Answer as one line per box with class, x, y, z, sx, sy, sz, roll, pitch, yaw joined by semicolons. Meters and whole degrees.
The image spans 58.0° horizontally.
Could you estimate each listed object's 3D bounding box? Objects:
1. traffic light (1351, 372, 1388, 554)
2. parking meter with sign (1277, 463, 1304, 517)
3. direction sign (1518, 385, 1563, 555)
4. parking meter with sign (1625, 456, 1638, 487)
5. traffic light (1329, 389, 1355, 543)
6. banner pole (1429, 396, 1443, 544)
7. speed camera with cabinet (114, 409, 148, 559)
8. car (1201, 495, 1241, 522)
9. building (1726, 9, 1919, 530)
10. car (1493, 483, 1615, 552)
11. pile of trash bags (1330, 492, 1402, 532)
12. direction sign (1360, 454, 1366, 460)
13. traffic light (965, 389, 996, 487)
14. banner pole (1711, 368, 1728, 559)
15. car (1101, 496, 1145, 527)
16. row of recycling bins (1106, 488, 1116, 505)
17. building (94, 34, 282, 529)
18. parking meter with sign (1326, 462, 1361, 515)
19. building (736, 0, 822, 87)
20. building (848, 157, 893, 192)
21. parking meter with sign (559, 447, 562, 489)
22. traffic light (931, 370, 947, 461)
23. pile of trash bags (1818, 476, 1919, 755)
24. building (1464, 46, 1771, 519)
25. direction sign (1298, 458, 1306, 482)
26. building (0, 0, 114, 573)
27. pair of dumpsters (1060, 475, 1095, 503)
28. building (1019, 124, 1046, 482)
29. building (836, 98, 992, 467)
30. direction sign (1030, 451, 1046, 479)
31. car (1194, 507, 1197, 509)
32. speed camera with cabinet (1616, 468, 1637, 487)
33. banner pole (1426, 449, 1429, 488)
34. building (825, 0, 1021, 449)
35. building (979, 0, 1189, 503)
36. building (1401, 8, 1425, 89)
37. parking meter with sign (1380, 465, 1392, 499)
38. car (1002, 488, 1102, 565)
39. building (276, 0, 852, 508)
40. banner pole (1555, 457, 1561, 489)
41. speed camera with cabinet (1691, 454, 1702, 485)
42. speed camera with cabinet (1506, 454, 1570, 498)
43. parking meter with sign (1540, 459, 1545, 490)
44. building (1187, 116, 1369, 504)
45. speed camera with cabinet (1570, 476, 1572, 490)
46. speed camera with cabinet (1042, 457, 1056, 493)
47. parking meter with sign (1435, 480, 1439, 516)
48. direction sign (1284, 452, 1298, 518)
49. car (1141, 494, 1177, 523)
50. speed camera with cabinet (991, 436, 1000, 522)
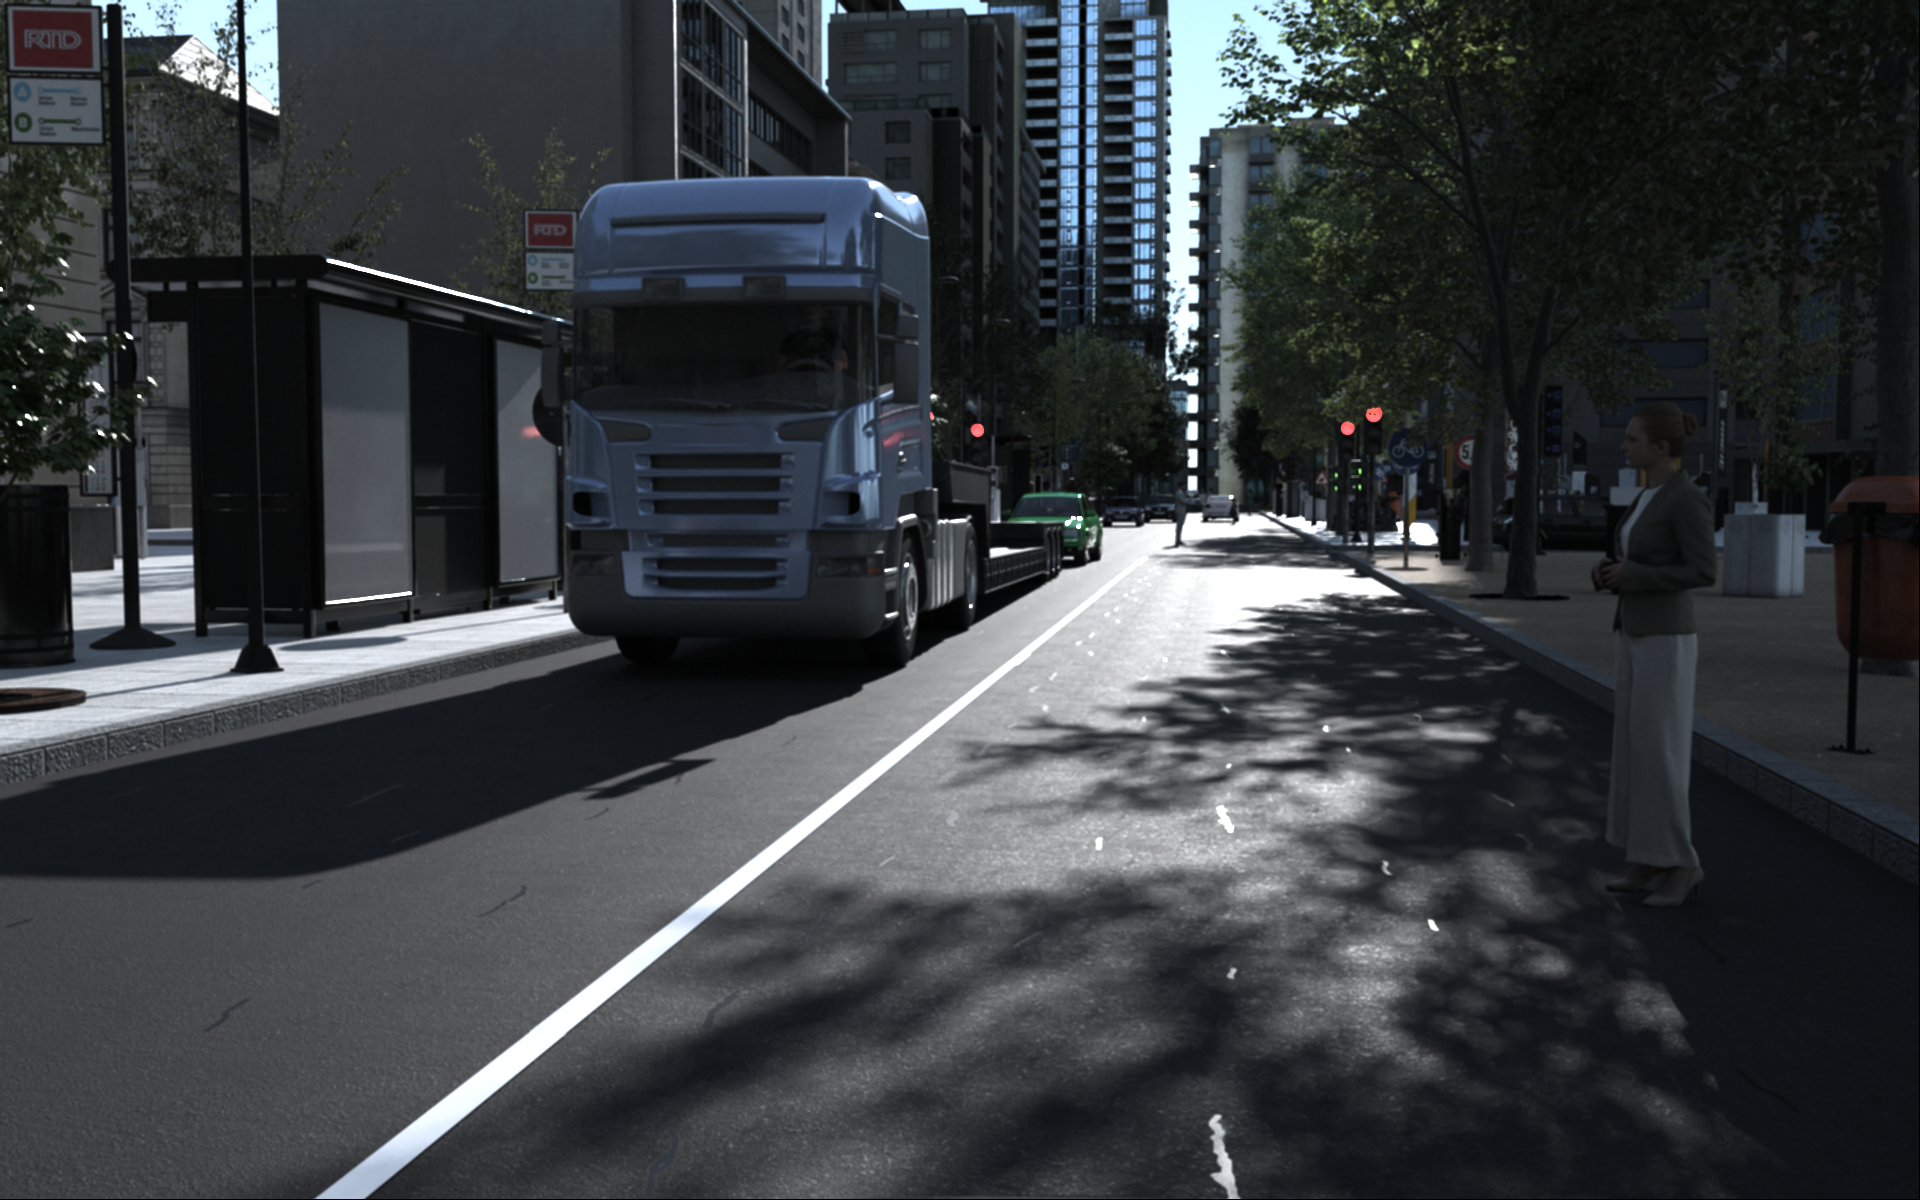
traffic light;8.825;-2.950;37.157;0.839;4.253;0.868;1;4;9
parking meter with sign;18.732;-6.176;97.232;1.738;3.016;0.543;2;4;27
direction sign;12.140;-2.711;36.329;0.876;3.537;0.379;1;4;19
parking meter with sign;26.982;-4.489;69.652;0.543;3.016;1.738;1;4;22
traffic light;10.032;-3.433;45.051;0.839;4.253;0.868;1;4;9
banner pole;12.346;-3.333;44.511;0.401;3.779;0.863;1;4;16
speed camera with cabinet;-16.635;-2.468;34.693;0.660;3.252;2.038;-2;4;-26
car;13.710;-4.810;91.005;2.083;1.381;4.827;1;4;8
building;43.929;-24.914;61.965;28.867;44.769;22.147;1;4;9
car;14.278;-1.823;39.593;4.222;1.686;2.009;1;4;9
pile of trash bags;14.341;-3.067;59.903;1.912;1.369;3.447;3;5;41
direction sign;22.753;-6.500;98.274;0.379;3.537;0.876;-1;4;-22
traffic light;0.529;-3.521;46.484;0.839;4.253;0.868;1;4;9
banner pole;15.136;-2.724;34.550;0.401;3.779;0.863;3;5;43
car;7.299;-3.952;77.191;1.945;1.354;3.894;1;4;8
row of recycling bins;9.467;-6.453;112.617;1.069;1.692;3.534;0;4;-5
building;-37.222;-12.498;68.973;19.286;19.102;10.561;1;4;9
parking meter with sign;20.368;-5.825;91.496;1.738;3.016;0.543;0;4;-6
building;-26.238;-45.433;181.076;20.611;71.187;20.563;1;4;9
building;-9.004;-16.168;100.504;11.583;22.565;21.152;1;4;9
parking meter with sign;-13.092;-3.519;53.796;0.543;3.016;1.738;3;5;40
traffic light;-0.679;-3.038;38.590;0.839;4.253;0.868;1;4;9
pile of trash bags;5.302;0.141;7.454;1.912;1.369;3.447;-2;4;-28
building;38.347;-34.224;101.556;21.231;58.520;28.212;1;4;9
direction sign;21.249;-7.132;108.606;0.876;3.537;0.379;2;4;27
building;-27.141;-13.913;24.736;25.104;27.353;12.463;1;4;9
pair of dumpsters;5.833;-5.129;86.345;1.574;2.255;4.437;1;4;9
building;-4.203;-29.446;173.327;23.993;40.220;32.217;1;4;9
building;-5.508;-21.943;130.463;14.160;30.474;14.107;1;4;9
direction sign;4.028;-6.008;90.225;0.876;3.537;0.379;-1;4;-10
car;22.726;-9.818;172.884;2.083;1.381;4.827;0;4;7
speed camera with cabinet;23.770;-4.128;61.826;0.660;3.252;2.038;1;4;20
banner pole;23.189;-5.782;84.551;0.863;3.779;0.401;1;4;13
building;-2.714;-28.156;143.942;14.154;41.232;14.086;1;4;9
building;14.360;-55.851;225.827;31.000;86.520;22.319;1;4;9
building;52.450;-33.327;164.496;23.786;49.044;30.456;1;4;9
parking meter with sign;25.727;-6.642;104.854;0.543;3.016;1.738;0;4;6
car;1.940;-1.681;36.276;1.959;1.807;4.718;1;4;10
building;-14.667;-15.622;74.482;14.314;24.678;30.058;1;4;9
banner pole;26.457;-5.298;76.634;0.401;3.779;0.863;3;4;36
speed camera with cabinet;35.715;-5.567;85.357;2.038;3.252;0.660;3;4;38
speed camera with cabinet;21.208;-4.249;63.808;2.038;3.252;0.660;1;4;10
parking meter with sign;28.695;-5.501;86.194;0.543;3.016;1.738;2;4;24
building;44.810;-36.894;222.826;30.456;49.044;23.786;1;4;9
speed camera with cabinet;30.294;-5.550;85.071;2.038;3.252;0.660;0;4;-3
speed camera with cabinet;4.117;-6.024;92.833;2.038;3.252;0.660;2;4;30
parking meter with sign;25.072;-5.858;92.039;0.543;3.016;1.738;-2;4;-25
direction sign;17.758;-6.217;93.649;0.379;3.537;0.876;-1;4;-17
car;10.216;-4.787;88.052;2.009;1.686;4.222;1;4;9
speed camera with cabinet;1.007;-3.974;59.306;0.660;3.252;2.038;0;4;6
